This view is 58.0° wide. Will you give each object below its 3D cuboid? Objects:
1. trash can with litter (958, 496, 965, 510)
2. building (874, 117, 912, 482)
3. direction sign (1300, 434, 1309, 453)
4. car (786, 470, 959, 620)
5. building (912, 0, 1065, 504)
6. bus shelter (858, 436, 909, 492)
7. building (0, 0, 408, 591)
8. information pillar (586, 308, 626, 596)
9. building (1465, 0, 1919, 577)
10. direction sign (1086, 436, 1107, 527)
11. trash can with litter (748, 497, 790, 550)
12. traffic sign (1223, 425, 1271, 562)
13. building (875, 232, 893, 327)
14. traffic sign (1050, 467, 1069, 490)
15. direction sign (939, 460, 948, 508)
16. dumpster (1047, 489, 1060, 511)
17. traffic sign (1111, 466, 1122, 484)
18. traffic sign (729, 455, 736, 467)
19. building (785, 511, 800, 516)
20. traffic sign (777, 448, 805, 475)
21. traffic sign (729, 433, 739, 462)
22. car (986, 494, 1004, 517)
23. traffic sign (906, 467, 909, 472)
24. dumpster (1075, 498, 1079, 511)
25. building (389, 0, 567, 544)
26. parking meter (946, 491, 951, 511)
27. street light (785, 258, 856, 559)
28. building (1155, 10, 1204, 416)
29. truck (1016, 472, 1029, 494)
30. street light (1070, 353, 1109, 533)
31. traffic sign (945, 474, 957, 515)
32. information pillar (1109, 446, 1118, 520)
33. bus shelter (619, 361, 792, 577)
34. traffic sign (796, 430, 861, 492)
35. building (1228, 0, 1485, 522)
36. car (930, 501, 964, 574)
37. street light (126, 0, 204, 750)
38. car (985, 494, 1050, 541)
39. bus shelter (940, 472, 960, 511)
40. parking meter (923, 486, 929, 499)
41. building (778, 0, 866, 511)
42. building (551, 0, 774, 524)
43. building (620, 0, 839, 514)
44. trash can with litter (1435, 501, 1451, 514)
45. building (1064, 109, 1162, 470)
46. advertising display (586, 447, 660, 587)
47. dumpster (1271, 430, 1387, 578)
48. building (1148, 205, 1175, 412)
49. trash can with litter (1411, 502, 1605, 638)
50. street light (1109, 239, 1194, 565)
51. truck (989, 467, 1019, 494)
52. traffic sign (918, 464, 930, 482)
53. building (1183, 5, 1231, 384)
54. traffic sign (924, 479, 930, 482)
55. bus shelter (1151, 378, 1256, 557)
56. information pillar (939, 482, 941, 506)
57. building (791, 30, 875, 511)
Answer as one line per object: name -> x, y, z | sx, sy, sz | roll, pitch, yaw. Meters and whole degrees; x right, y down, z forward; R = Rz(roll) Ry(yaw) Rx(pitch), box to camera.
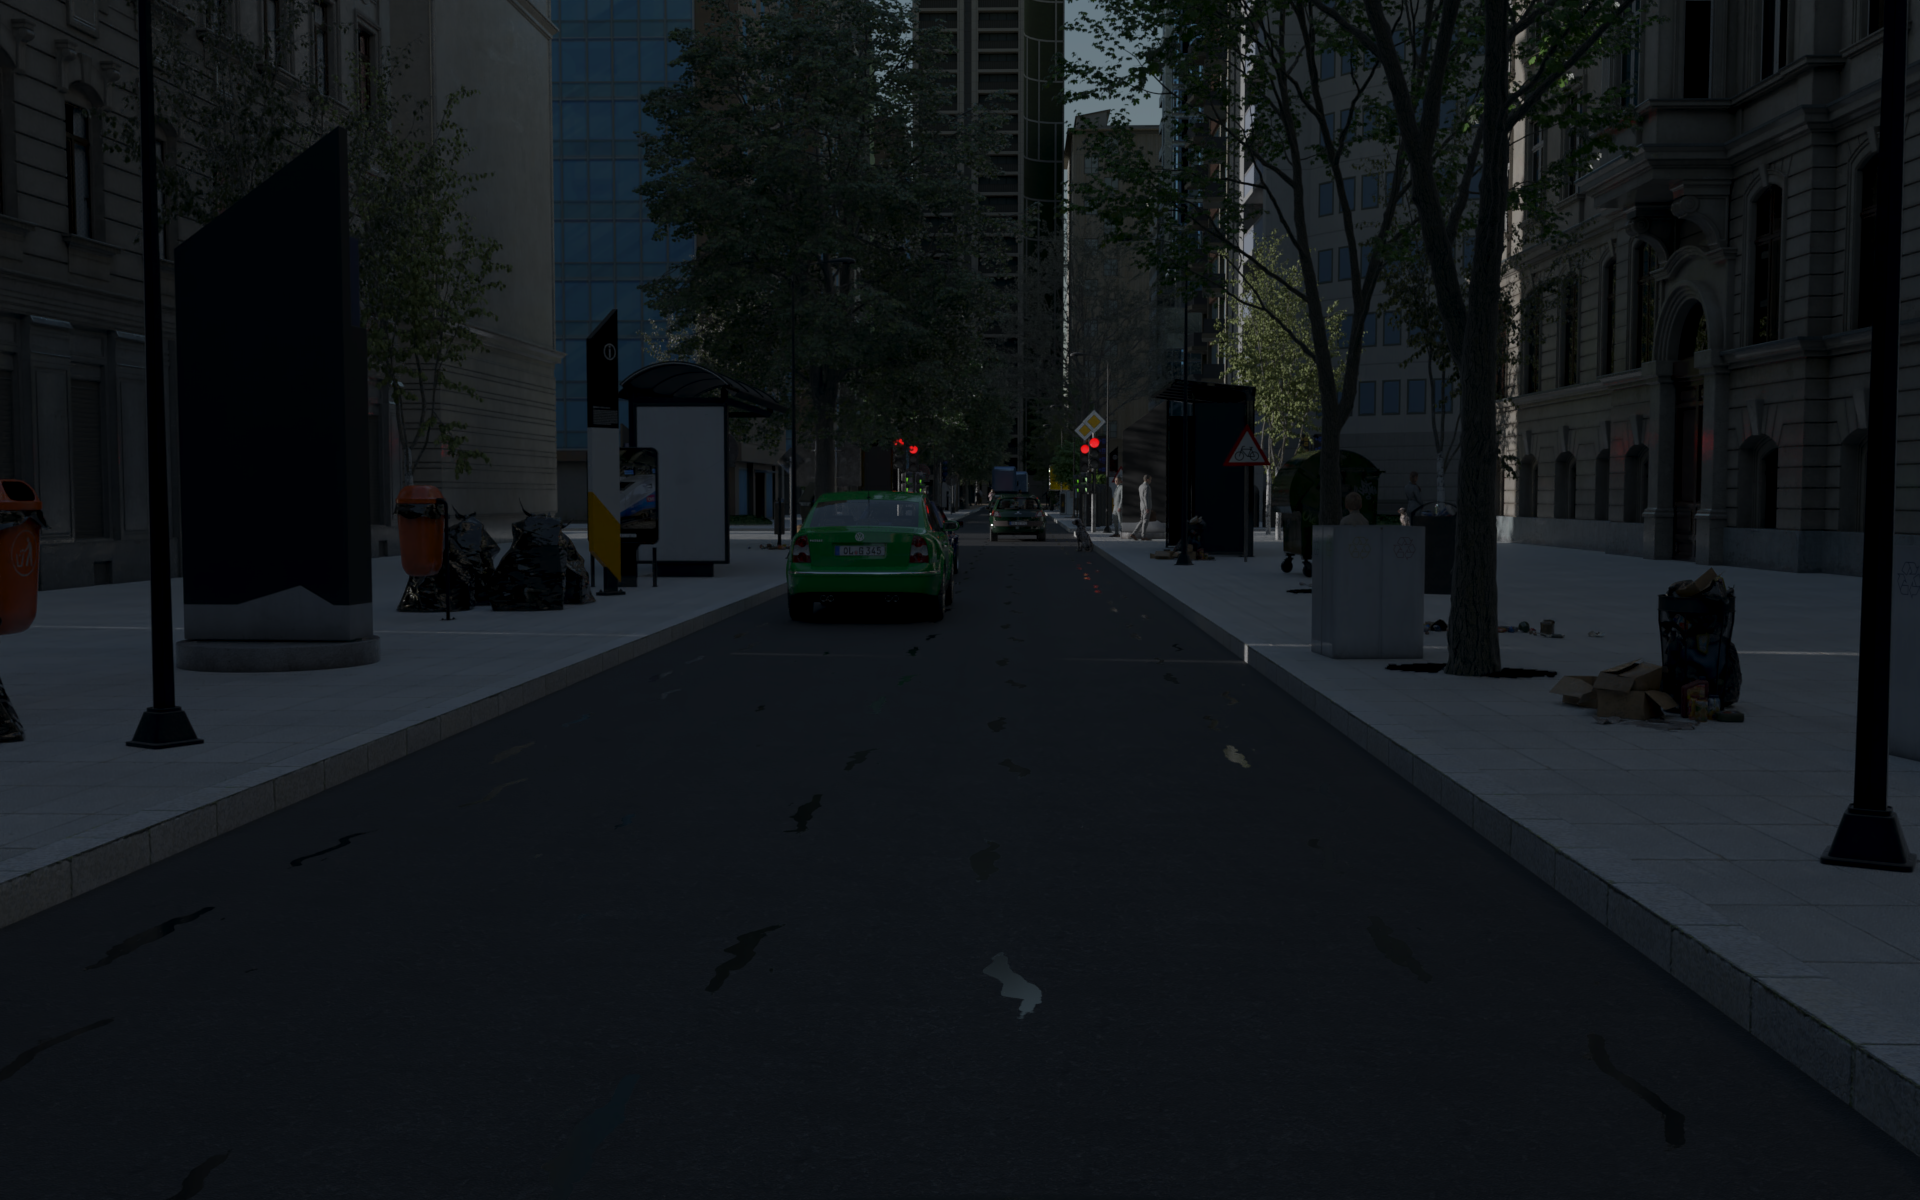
trash can with litter -> -0.133, -7.937, 141.160 | 1.055, 1.170, 0.624 | 1, 4, 21
building -> -13.106, -33.742, 201.793 | 14.200, 45.320, 14.600 | 0, 4, 2
direction sign -> 13.220, -4.477, 65.199 | 0.876, 3.537, 0.379 | 2, 4, 24
car -> -1.009, -0.752, 21.092 | 1.959, 1.807, 4.718 | 0, 4, 2
building -> 4.173, -49.102, 241.071 | 20.611, 71.187, 20.563 | 0, 4, 2
bus shelter -> -3.047, -4.853, 70.633 | 1.731, 3.624, 6.357 | 0, 4, 2
building -> -16.632, -10.886, 27.130 | 9.793, 20.994, 18.267 | 0, 4, 2
information pillar -> -4.473, -1.861, 21.786 | 0.183, 3.616, 0.504 | 2, 4, 34
building -> 19.242, -13.003, 31.681 | 14.460, 24.649, 34.723 | 0, 4, 2
direction sign -> 5.271, -4.608, 67.334 | 0.876, 3.537, 0.379 | 2, 4, 25
trash can with litter -> -4.147, -1.808, 40.618 | 1.678, 1.210, 2.233 | -1, 4, -9
traffic sign -> 5.388, -1.993, 32.593 | 0.884, 2.594, 0.081 | 0, 4, 4
building -> -14.529, -25.181, 183.413 | 14.160, 30.474, 14.107 | 0, 4, 2
traffic sign -> 7.392, -7.771, 120.931 | 2.265, 3.308, 0.079 | 1, 4, 10
direction sign -> -1.251, -7.489, 114.441 | 0.876, 3.537, 0.379 | 1, 4, 12
dumpster -> 7.443, -7.934, 132.216 | 1.502, 2.255, 1.985 | 0, 4, 2
traffic sign -> 7.462, -4.910, 80.282 | 0.884, 2.594, 0.081 | 1, 4, 11
traffic sign -> -4.851, -2.085, 34.099 | 0.884, 2.594, 0.081 | 0, 4, 3
building -> -20.363, -40.764, 104.740 | 20.563, 71.187, 20.611 | 0, 4, 2
traffic sign -> -4.792, -3.009, 48.925 | 0.795, 2.593, 0.064 | 0, 4, 3
traffic sign -> -4.827, -2.122, 34.800 | 0.768, 2.556, 0.104 | 0, 4, 6
car -> 2.763, -6.102, 111.558 | 2.131, 1.459, 4.920 | 0, 4, 0
traffic sign -> -2.081, -4.750, 77.763 | 0.768, 2.556, 0.104 | 0, 4, 2
dumpster -> 7.713, -6.452, 111.250 | 1.264, 1.857, 1.865 | 0, 4, 2
building -> -21.631, -12.763, 44.831 | 21.152, 22.565, 11.583 | 0, 4, 2
parking meter -> -0.857, -7.640, 133.318 | 0.372, 1.533, 0.369 | 0, 3, 0
street light -> -2.746, -3.771, 34.193 | 1.470, 5.913, 1.316 | 0, 4, 2
building -> 28.032, -52.264, 167.190 | 22.319, 86.520, 31.000 | 0, 4, 2
truck -> 6.829, -12.965, 201.732 | 2.967, 4.110, 18.799 | 0, 4, 1
street light -> 4.325, -5.164, 56.970 | 1.470, 5.913, 1.316 | 0, 4, 2
traffic sign -> -0.549, -6.595, 107.939 | 0.768, 2.556, 0.104 | 0, 4, 7
information pillar -> 7.446, -5.668, 84.029 | 0.504, 3.616, 0.183 | 0, 4, 7
bus shelter -> -4.248, -2.153, 29.119 | 2.014, 3.302, 5.546 | 0, 4, 2
traffic sign -> -4.278, -3.763, 55.399 | 2.265, 3.308, 0.079 | 1, 4, 10
building -> 28.037, -33.011, 81.736 | 28.212, 58.520, 21.231 | 0, 4, 2
car -> -0.927, -1.066, 30.011 | 1.945, 1.354, 3.894 | 0, 4, 2
street light -> -3.531, -2.209, 8.665 | 1.470, 5.913, 1.316 | 0, 4, 2
car -> 1.788, -2.690, 53.765 | 2.009, 1.686, 4.222 | 0, 4, 1
bus shelter -> -0.704, -8.751, 137.000 | 2.014, 3.302, 5.546 | 0, 4, 2
parking meter -> -2.361, -7.034, 120.719 | 0.255, 1.863, 0.399 | 3, 4, 38
building -> -16.962, -44.444, 164.915 | 20.563, 71.187, 20.611 | 0, 4, 2
building -> -15.981, -26.294, 80.013 | 14.600, 45.320, 14.200 | 0, 4, 2
building -> -16.878, -29.529, 132.903 | 14.600, 45.320, 14.200 | 0, 4, 2
trash can with litter -> 16.490, -2.862, 58.186 | 1.055, 1.170, 0.624 | 1, 4, 19
building -> 28.484, -40.126, 245.300 | 27.495, 52.752, 28.713 | 0, 4, 2
advertising display -> -4.632, -1.139, 23.832 | 0.974, 1.923, 0.123 | 0, 4, -3
dumpster -> 5.788, -1.515, 27.268 | 1.502, 2.255, 1.985 | 0, 4, 2
building -> 34.136, -30.825, 195.862 | 32.217, 40.220, 23.993 | 0, 4, 2
trash can with litter -> 4.748, -0.301, 15.975 | 2.233, 1.210, 1.678 | 3, 4, 36
street light -> 3.508, -3.583, 31.126 | 1.470, 5.913, 1.316 | 0, 4, 2
truck -> 4.230, -10.638, 163.689 | 2.967, 4.110, 18.799 | 0, 4, 1
traffic sign -> -1.643, -4.466, 73.120 | 0.768, 2.556, 0.104 | 1, 4, 9
building -> 27.468, -28.585, 121.989 | 22.147, 44.769, 28.867 | 0, 4, 2
traffic sign -> -1.742, -4.614, 75.443 | 0.884, 2.594, 0.081 | 0, 4, 6
bus shelter -> 5.318, -2.874, 38.278 | 1.731, 3.624, 6.357 | 0, 4, 2
information pillar -> -1.379, -6.242, 106.547 | 0.304, 2.012, 0.304 | 2, 4, 30
building -> -14.831, -28.431, 148.434 | 14.154, 41.232, 14.086 | 0, 4, 2
